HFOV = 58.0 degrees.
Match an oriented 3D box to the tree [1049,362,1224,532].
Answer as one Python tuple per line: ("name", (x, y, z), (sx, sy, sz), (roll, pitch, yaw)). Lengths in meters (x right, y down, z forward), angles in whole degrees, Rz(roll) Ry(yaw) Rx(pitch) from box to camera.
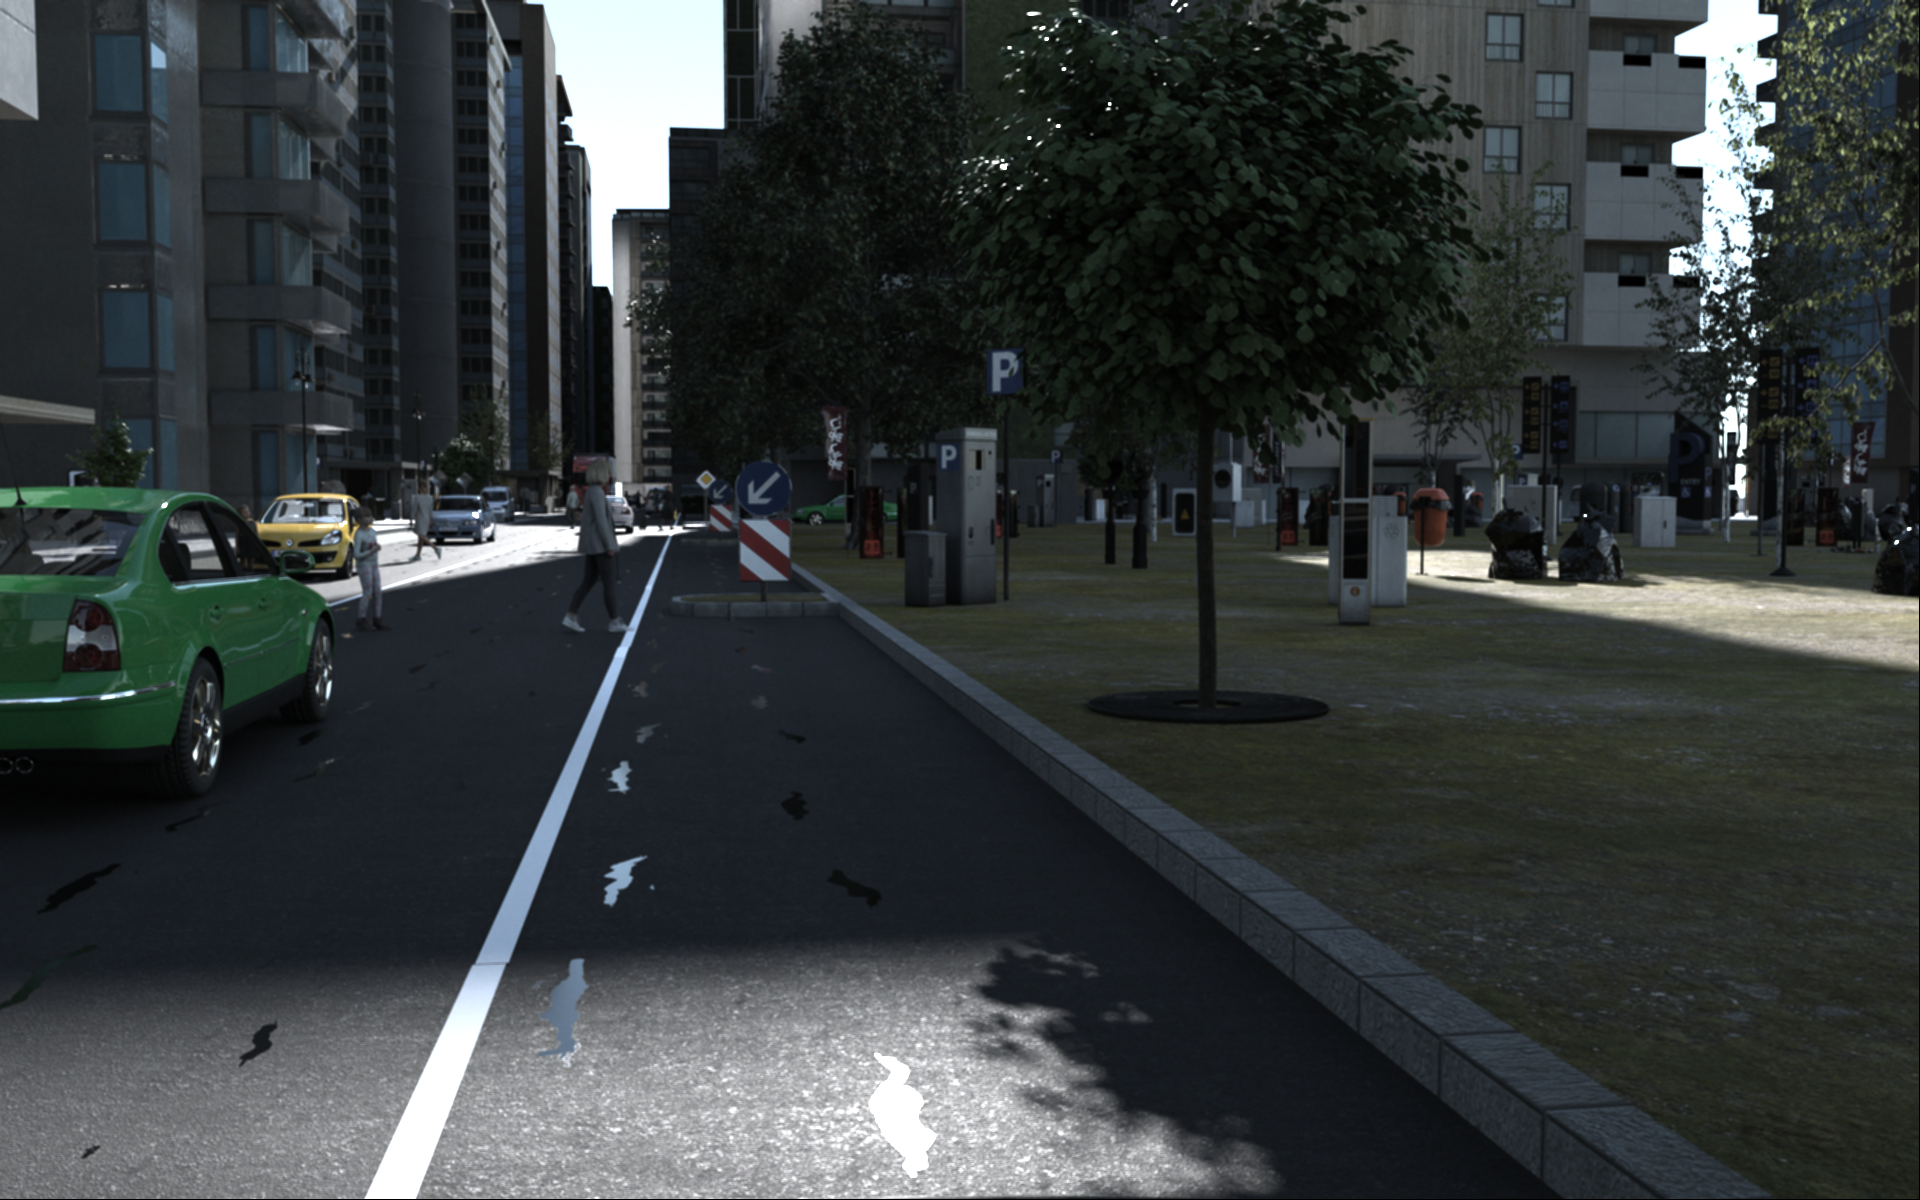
("tree", (5.916, -8.545, 57.832), (7.486, 12.596, 7.792), (0, 3, 0))

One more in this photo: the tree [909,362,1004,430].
("tree", (-0.088, -7.143, 67.153), (4.737, 8.622, 4.395), (0, 3, 0))

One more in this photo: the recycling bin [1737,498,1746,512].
("recycling bin", (55.005, -6.710, 122.264), (0.722, 1.027, 0.722), (1, 4, 11))

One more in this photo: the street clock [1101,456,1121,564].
("street clock", (2.762, -1.665, 31.789), (0.471, 2.002, 0.358), (0, 4, 6))

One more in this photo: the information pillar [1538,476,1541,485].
("information pillar", (23.685, -4.031, 70.396), (0.304, 2.012, 0.304), (-1, 4, -21))

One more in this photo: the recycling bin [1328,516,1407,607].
("recycling bin", (4.685, -0.451, 19.927), (0.722, 1.027, 0.722), (0, 4, -4))

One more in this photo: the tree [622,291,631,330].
("tree", (-6.069, -8.529, 56.451), (9.611, 12.733, 9.660), (0, 3, 0))

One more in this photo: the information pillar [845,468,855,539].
("information pillar", (-3.118, -2.731, 49.141), (0.304, 2.012, 0.304), (0, 4, -5))

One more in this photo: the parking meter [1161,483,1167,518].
("parking meter", (10.862, -5.299, 92.348), (0.255, 1.863, 0.399), (1, 4, 17))

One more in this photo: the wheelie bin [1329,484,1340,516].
("wheelie bin", (12.130, -2.875, 54.916), (0.693, 1.594, 0.980), (-3, 5, -44))

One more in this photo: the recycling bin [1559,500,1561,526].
("recycling bin", (23.553, -3.468, 69.262), (0.722, 1.027, 0.722), (0, 4, -5))

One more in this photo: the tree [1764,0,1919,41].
("tree", (8.886, -3.984, 15.507), (4.360, 8.622, 3.978), (0, 3, 0))

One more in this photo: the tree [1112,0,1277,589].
("tree", (3.401, -4.473, 23.504), (4.360, 8.622, 3.978), (0, 3, 0))

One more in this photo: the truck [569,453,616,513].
("truck", (-25.547, -8.081, 121.037), (2.839, 4.237, 11.283), (-1, 4, -9))

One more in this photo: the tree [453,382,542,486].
("tree", (-30.724, -9.931, 112.734), (4.737, 8.622, 4.395), (0, 3, 0))

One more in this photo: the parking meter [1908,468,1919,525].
("parking meter", (21.457, -2.023, 38.779), (0.255, 1.863, 0.399), (0, 4, -4))

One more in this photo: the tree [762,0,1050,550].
("tree", (-2.166, -7.532, 40.164), (9.611, 12.733, 9.660), (0, 3, 0))

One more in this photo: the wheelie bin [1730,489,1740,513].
("wheelie bin", (51.213, -6.548, 114.963), (0.980, 1.594, 0.693), (0, 4, 1))

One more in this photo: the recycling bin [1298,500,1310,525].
("recycling bin", (14.194, -3.633, 71.961), (0.722, 1.027, 0.722), (-1, 4, -19))

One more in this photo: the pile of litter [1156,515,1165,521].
("pile of litter", (9.241, -4.211, 82.817), (1.719, 0.858, 1.176), (-3, 5, -41))

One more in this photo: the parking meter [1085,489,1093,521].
("parking meter", (6.550, -4.874, 88.099), (0.372, 1.533, 0.369), (0, 3, 0))

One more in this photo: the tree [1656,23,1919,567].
("tree", (14.200, -4.876, 30.079), (4.360, 8.622, 3.978), (0, 3, 0))

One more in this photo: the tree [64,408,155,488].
("tree", (-18.877, -2.711, 38.919), (1.663, 3.219, 1.824), (0, 3, 0))

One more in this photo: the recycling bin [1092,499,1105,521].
("recycling bin", (6.521, -4.350, 83.684), (0.722, 1.027, 0.722), (3, 5, 41))

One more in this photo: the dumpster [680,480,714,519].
("dumpster", (-14.950, -5.744, 98.868), (1.985, 2.255, 1.502), (-1, 4, -9))

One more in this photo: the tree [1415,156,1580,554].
("tree", (11.306, -5.301, 37.033), (4.737, 8.622, 4.395), (0, 3, 0))

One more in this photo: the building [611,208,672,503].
("building", (-41.100, -34.094, 241.033), (14.086, 41.232, 14.154), (-1, 4, -9))

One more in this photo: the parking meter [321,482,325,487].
("parking meter", (-31.123, -4.842, 84.883), (0.255, 1.863, 0.399), (-3, 5, -41))

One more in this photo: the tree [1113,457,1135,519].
("tree", (8.198, -5.707, 87.917), (1.663, 3.219, 1.824), (0, 3, 0))

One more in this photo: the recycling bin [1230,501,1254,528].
("recycling bin", (10.616, -3.221, 65.218), (0.722, 1.027, 0.722), (0, 4, -7))

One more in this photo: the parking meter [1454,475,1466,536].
("parking meter", (15.201, -2.872, 52.675), (0.255, 1.863, 0.399), (2, 4, 33))

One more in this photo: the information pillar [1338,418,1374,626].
("information pillar", (3.869, -0.762, 16.951), (0.304, 2.012, 0.304), (1, 4, 10))

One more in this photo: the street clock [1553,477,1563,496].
("street clock", (25.765, -4.288, 74.674), (0.358, 2.002, 0.471), (-1, 4, -13))

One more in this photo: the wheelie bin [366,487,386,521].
("wheelie bin", (-27.930, -4.575, 82.703), (0.693, 1.594, 0.980), (2, 4, 30))

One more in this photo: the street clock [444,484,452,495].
("street clock", (-31.044, -6.149, 105.108), (0.471, 2.002, 0.358), (2, 4, 33))

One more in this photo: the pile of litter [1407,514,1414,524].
("pile of litter", (19.434, -3.641, 73.501), (1.176, 0.858, 1.719), (-3, 5, -44))

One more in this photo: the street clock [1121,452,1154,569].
("street clock", (3.102, -1.545, 29.835), (0.358, 2.002, 0.471), (-2, 4, -33))

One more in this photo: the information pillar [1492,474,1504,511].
("information pillar", (19.454, -3.558, 62.668), (0.304, 2.012, 0.304), (3, 5, 40))

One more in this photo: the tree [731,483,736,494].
("tree", (-20.763, -9.789, 154.655), (1.663, 3.219, 1.824), (0, 3, 0))

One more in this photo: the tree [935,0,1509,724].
("tree", (1.479, -1.627, 10.311), (4.285, 4.588, 4.351), (0, 3, 0))

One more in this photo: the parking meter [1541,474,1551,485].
("parking meter", (17.150, -2.755, 50.750), (0.255, 1.863, 0.399), (1, 4, 15))

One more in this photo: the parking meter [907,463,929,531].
("parking meter", (-0.803, -1.666, 32.949), (0.255, 1.863, 0.399), (-3, 5, -43))

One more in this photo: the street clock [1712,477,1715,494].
("street clock", (31.011, -4.109, 71.753), (0.471, 2.002, 0.358), (2, 4, 25))

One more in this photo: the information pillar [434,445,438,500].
("information pillar", (-24.803, -5.546, 82.033), (0.183, 3.616, 0.504), (-2, 4, -27))

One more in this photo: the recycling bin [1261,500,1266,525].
("recycling bin", (12.138, -3.580, 71.083), (0.722, 1.027, 0.722), (1, 4, 19))

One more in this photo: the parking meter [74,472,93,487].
("parking meter", (-22.501, -2.371, 44.475), (0.255, 1.863, 0.399), (2, 4, 32))

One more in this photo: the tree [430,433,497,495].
("tree", (-27.931, -6.962, 97.542), (4.285, 4.588, 4.351), (0, 3, 0))

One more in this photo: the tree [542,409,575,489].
("tree", (-34.888, -11.971, 146.089), (4.737, 8.622, 4.395), (0, 3, 0))

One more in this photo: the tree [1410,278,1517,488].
("tree", (15.482, -6.452, 55.850), (4.360, 8.622, 3.978), (0, 3, 0))

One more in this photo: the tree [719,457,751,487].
("tree", (-12.207, -7.132, 100.319), (4.285, 4.588, 4.351), (0, 3, 0))
